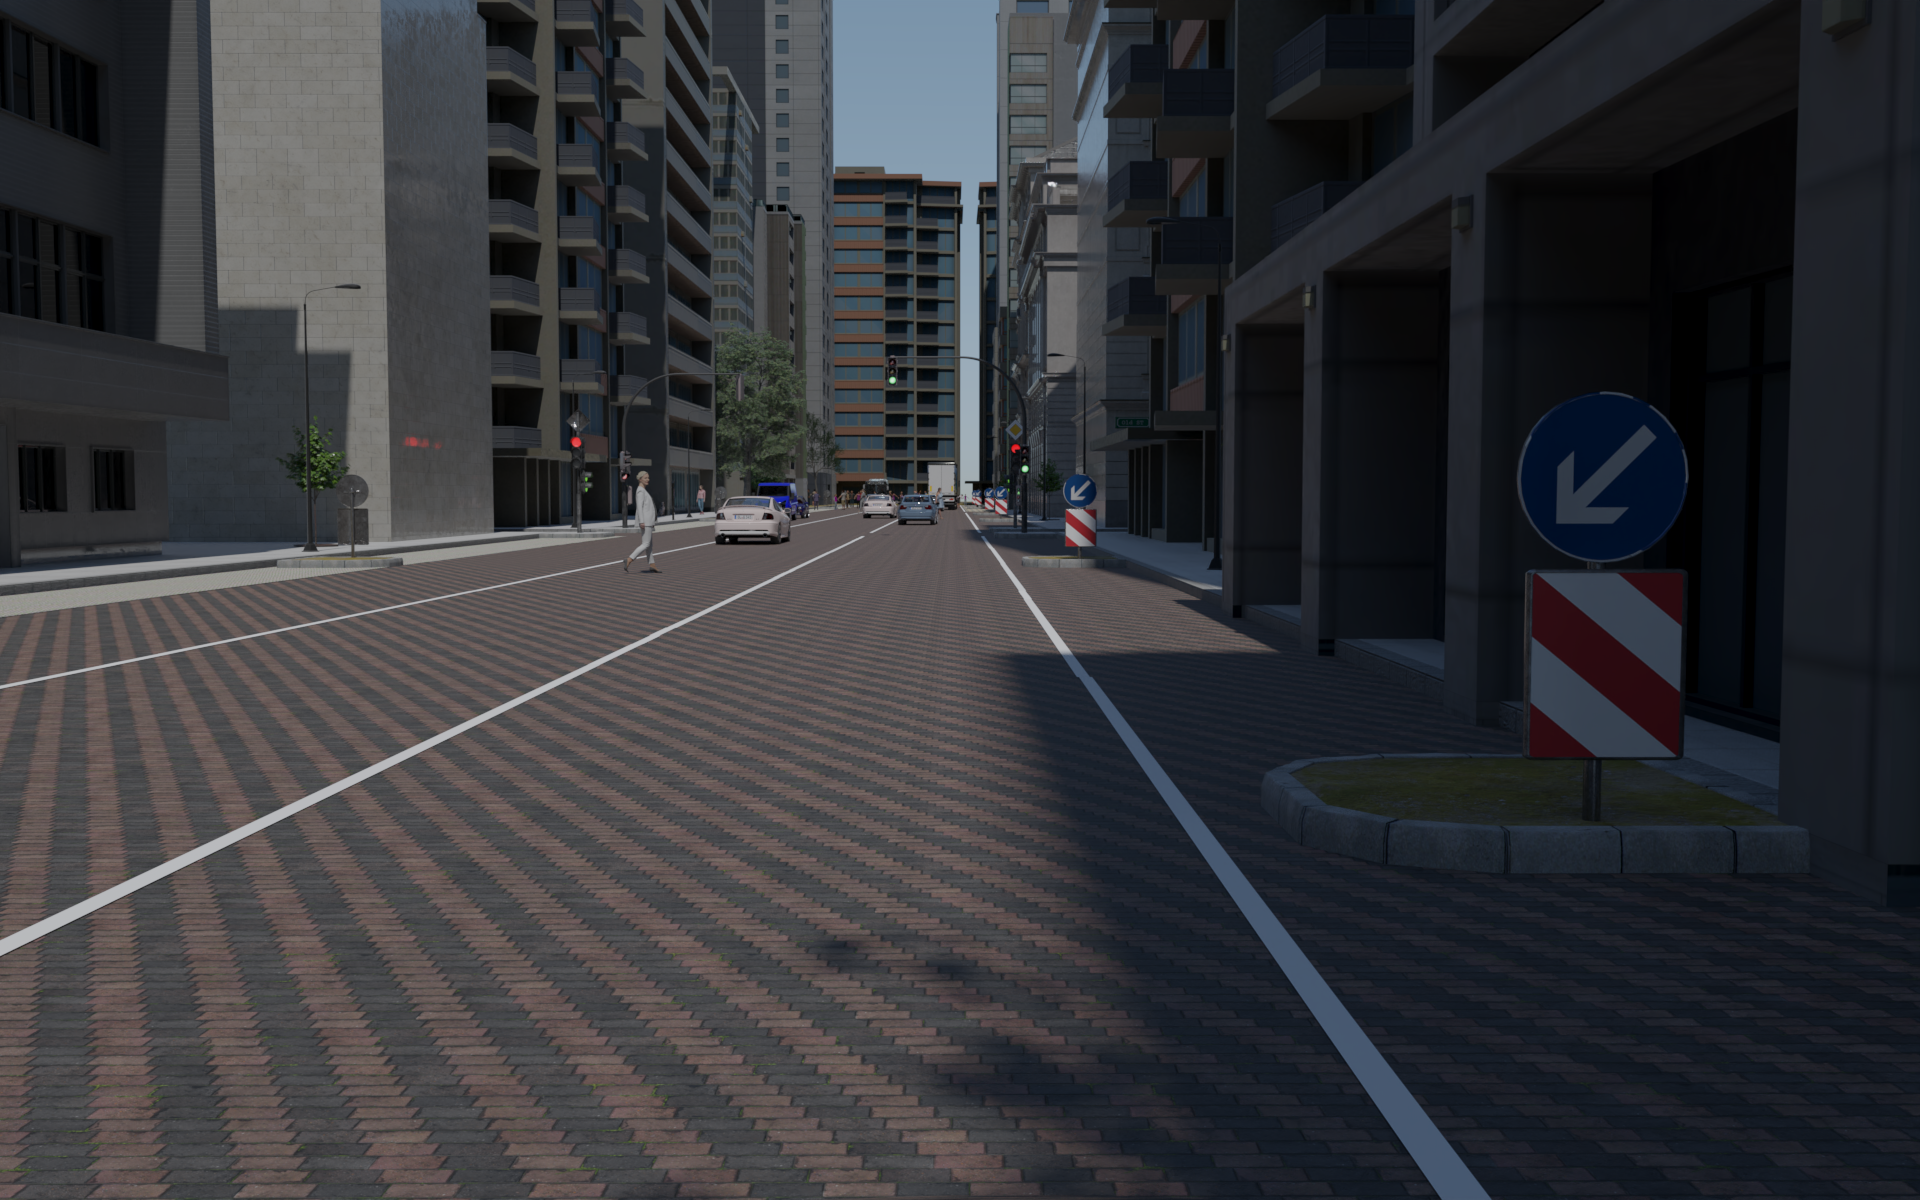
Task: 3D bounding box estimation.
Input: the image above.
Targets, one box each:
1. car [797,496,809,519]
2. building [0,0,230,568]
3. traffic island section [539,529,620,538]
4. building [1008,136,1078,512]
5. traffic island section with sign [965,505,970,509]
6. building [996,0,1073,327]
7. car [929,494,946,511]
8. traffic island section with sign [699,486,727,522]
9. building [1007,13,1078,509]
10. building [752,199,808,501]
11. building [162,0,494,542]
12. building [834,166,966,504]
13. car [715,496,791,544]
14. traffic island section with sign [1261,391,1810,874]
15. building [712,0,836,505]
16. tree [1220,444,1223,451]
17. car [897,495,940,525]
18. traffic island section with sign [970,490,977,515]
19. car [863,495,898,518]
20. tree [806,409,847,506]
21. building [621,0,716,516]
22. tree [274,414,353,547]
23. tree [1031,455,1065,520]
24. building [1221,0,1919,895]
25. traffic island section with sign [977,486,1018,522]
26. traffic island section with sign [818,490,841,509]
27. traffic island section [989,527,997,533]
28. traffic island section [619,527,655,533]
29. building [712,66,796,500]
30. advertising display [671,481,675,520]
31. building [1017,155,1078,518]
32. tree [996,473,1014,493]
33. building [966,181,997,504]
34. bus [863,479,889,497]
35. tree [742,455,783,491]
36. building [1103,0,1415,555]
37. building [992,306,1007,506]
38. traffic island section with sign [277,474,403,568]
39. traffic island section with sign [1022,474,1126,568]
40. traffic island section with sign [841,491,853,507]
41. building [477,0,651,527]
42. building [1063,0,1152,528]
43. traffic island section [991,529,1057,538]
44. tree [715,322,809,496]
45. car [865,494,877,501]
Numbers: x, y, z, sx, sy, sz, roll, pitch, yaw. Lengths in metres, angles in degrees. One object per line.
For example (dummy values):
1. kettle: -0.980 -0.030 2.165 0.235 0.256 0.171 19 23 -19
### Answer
1. car: -9.871 -5.474 102.081 1.945 1.354 3.894 0 4 0
2. building: -22.151 -12.351 21.008 14.314 24.678 30.058 0 4 0
3. traffic island section: -12.598 -2.139 57.246 2.009 0.180 2.903 0 4 0
4. building: 10.836 -20.867 128.564 14.401 28.519 23.554 0 4 0
5. traffic island section with sign: 1.647 -9.689 167.047 1.989 1.847 2.006 0 4 0
6. building: 14.736 -40.337 201.501 21.231 58.520 28.212 0 4 0
7. car: -2.209 -8.056 143.725 2.014 1.417 4.499 0 4 1
8. traffic island section with sign: -12.430 -4.977 89.996 1.989 1.847 2.006 0 4 0
9. building: 11.089 -28.616 151.463 14.154 41.232 14.086 0 4 0
10. building: -22.783 -24.454 171.530 14.160 30.474 14.107 0 4 0
11. building: -23.666 -11.999 50.930 16.860 20.320 10.420 0 4 0
12. building: -14.034 -35.448 234.195 28.867 44.769 22.147 0 4 0
13. car: -6.047 -2.346 50.720 2.083 1.381 4.827 0 3 0
14. traffic island section with sign: 2.379 0.070 7.484 1.989 1.847 2.006 0 4 0
15. building: -25.770 -46.876 204.668 20.611 71.187 20.563 0 4 0
16. tree: 4.557 -1.856 24.950 1.663 3.219 1.824 0 3 0
17. car: -1.966 -4.240 81.327 2.014 1.417 4.499 0 4 2
18. traffic island section with sign: 1.872 -6.667 117.640 1.989 1.847 2.006 0 4 0
19. car: -4.743 -5.547 103.053 2.083 1.381 4.827 0 4 1
20. tree: -15.681 -15.444 186.926 7.601 10.594 8.767 2 4 24
21. building: -27.916 -29.801 110.952 21.300 48.544 21.600 0 4 0
22. tree: -15.642 -2.904 42.081 1.663 3.219 1.824 0 3 0
23. tree: 4.258 -5.520 84.849 1.663 3.219 1.824 0 3 0
24. building: 13.395 -34.871 8.400 20.563 71.187 20.611 0 4 0
25. traffic island section with sign: 2.003 -4.970 89.892 1.989 1.847 2.006 0 4 0
26. traffic island section with sign: -12.774 -9.686 166.990 1.989 1.847 2.006 0 4 0
27. traffic island section: 2.107 -2.631 65.293 2.009 0.180 2.903 0 4 0
28. traffic island section: -12.635 -2.627 65.231 2.009 0.180 2.903 0 4 0
29. building: -31.118 -28.126 151.745 32.217 40.220 23.993 0 4 0
30. advertising display: -14.135 -4.901 85.344 0.123 1.923 0.974 0 4 -7
31. building: 10.514 -16.098 105.005 13.314 21.916 24.055 0 4 0
32. tree: 3.741 -9.155 144.281 1.663 3.219 1.824 0 3 0
33. building: 15.091 -35.471 234.570 28.867 44.769 22.147 0 4 0
34. bus: -9.901 -12.952 206.623 2.948 3.499 13.247 0 4 -1
35. tree: -15.592 -9.462 138.420 4.285 4.588 4.351 0 3 0
36. building: 15.072 -23.686 41.892 22.147 44.769 28.867 0 4 0
37. building: 17.437 -20.129 174.140 27.650 21.520 28.899 0 4 0
38. traffic island section with sign: -12.161 -1.567 34.245 1.989 1.847 2.006 0 4 0
39. traffic island section with sign: 2.247 -1.594 34.686 1.989 1.847 2.006 0 4 0
40. traffic island section with sign: -12.892 -11.334 193.945 1.989 1.847 2.006 0 4 0
41. building: -26.434 -25.889 77.902 22.147 44.769 28.867 0 4 0
42. building: 26.923 -18.138 72.973 44.131 29.872 17.030 0 4 0
43. traffic island section: 2.143 -2.142 57.308 2.009 0.180 2.903 0 4 0
44. tree: -15.915 -13.649 129.819 9.857 13.997 8.962 0 3 0
45. car: -9.566 -10.895 190.135 2.014 1.417 4.499 0 4 -1
